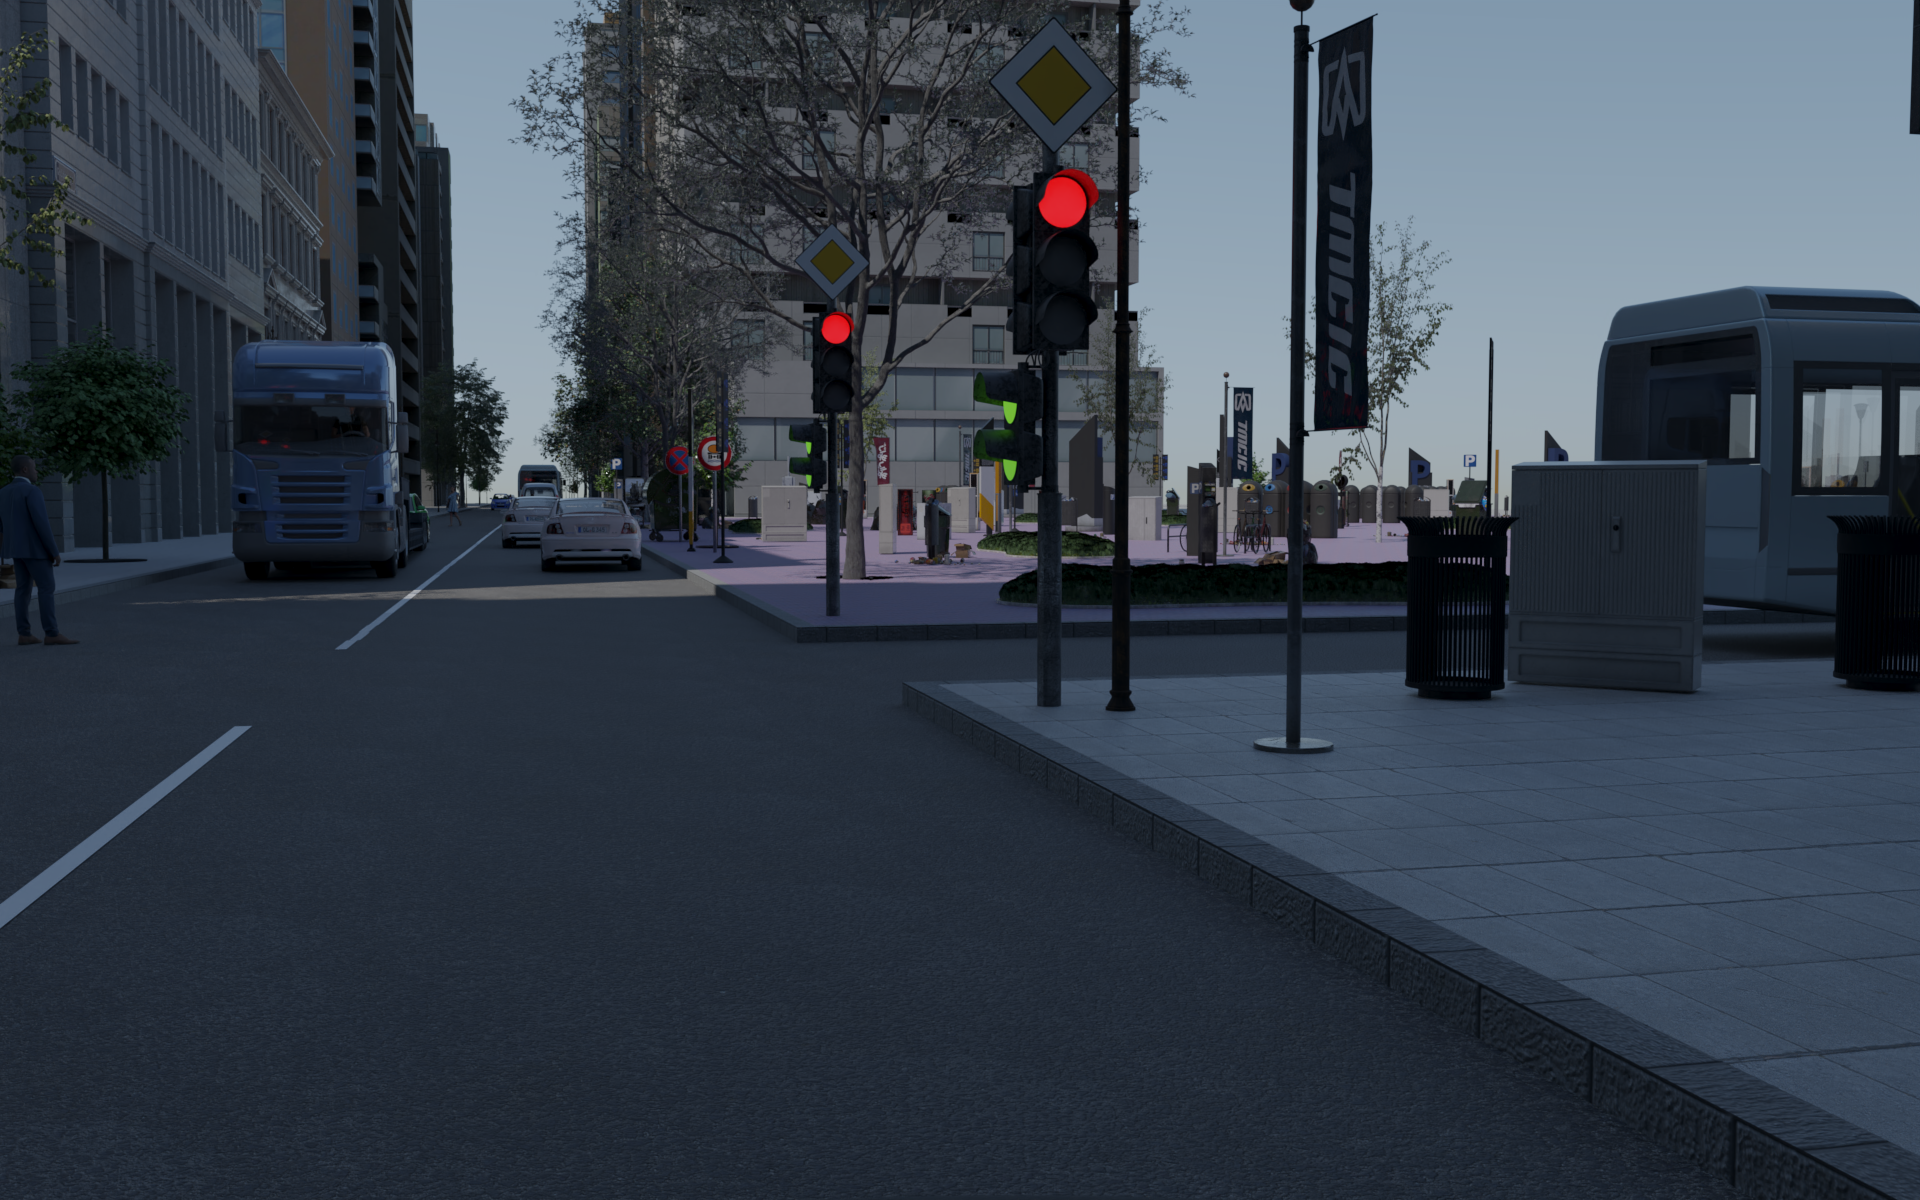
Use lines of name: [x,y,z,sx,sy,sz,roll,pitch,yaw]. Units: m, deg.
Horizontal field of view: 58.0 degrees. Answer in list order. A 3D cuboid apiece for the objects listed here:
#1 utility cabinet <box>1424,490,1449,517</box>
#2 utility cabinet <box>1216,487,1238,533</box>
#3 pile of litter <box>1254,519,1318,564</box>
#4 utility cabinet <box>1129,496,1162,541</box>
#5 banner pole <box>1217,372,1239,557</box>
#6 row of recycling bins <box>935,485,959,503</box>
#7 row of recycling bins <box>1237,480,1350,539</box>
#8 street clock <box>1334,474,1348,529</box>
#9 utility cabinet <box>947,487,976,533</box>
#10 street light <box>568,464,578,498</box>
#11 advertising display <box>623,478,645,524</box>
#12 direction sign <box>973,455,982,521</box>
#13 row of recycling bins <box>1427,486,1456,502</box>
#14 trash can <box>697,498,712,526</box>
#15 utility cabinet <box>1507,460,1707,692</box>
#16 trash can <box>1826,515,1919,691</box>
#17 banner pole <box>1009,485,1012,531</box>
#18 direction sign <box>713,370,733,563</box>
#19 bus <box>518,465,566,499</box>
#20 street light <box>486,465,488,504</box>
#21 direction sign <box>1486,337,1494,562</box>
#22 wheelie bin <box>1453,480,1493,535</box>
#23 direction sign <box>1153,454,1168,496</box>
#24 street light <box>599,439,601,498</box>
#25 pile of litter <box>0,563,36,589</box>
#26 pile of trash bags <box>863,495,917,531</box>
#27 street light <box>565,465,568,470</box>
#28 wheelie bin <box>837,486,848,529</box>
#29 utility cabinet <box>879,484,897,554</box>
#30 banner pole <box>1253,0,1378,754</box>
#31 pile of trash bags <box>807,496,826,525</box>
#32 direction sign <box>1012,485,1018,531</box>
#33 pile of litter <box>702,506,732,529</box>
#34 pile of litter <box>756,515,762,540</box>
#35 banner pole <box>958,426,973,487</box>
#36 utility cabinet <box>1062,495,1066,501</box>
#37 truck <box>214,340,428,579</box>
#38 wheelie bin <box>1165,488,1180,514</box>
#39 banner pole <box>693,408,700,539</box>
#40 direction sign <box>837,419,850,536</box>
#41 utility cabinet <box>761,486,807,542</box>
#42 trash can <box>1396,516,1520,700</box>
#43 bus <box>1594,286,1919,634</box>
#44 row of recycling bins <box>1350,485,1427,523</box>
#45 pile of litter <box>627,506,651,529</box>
utility cabinet: [23.271,-4.644,84.613,1.173,1.500,0.318,1,4,20]
utility cabinet: [8.598,-2.964,57.137,1.173,1.500,0.318,1,4,21]
pile of litter: [5.615,-0.979,29.972,1.176,0.858,1.719,3,4,38]
utility cabinet: [5.122,-2.259,48.093,0.306,1.237,1.020,-3,5,-43]
banner pole: [5.672,-2.791,35.644,0.863,3.779,0.401,-1,4,-19]
row of recycling bins: [-0.490,-4.499,80.667,1.069,1.692,3.534,-1,4,-10]
row of recycling bins: [9.676,-2.699,51.244,1.069,1.692,3.534,-3,5,-42]
street clock: [14.058,-3.628,63.894,0.471,2.002,0.358,3,5,44]
utility cabinet: [0.039,-2.963,57.120,0.318,1.500,1.173,-3,4,-36]
street light: [-40.751,-12.841,182.744,0.468,5.910,1.993,-1,4,-14]
advertising display: [-12.752,-3.827,67.788,0.123,1.923,0.974,3,5,42]
direction sign: [1.030,-5.546,82.679,0.876,3.537,0.379,1,4,22]
row of recycling bins: [24.306,-4.979,88.523,1.069,1.692,3.534,3,5,43]
trash can: [-10.354,-3.570,70.023,0.748,1.137,0.748,0,3,0]
utility cabinet: [4.265,-0.170,11.458,1.173,1.500,0.318,2,4,33]
trash can: [6.128,0.013,11.449,0.748,1.137,0.748,0,3,0]
banner pole: [1.515,-3.296,43.905,0.863,3.779,0.401,0,4,-5]
direction sign: [-4.417,-2.459,32.200,0.379,3.537,0.876,0,4,6]
bus: [-27.663,-7.319,114.527,2.948,3.499,13.247,-1,4,-12]
street light: [-64.333,-16.061,235.378,0.468,5.910,1.993,-1,4,-14]
direction sign: [7.797,-2.049,25.506,0.379,3.537,0.876,1,4,19]
wheelie bin: [11.695,-1.932,39.504,0.980,1.594,0.693,3,5,45]
direction sign: [11.412,-6.526,98.701,0.876,3.537,0.379,0,4,-6]
street light: [-21.168,-7.887,101.746,0.468,5.910,1.993,-1,4,-14]
pile of litter: [-13.296,-0.618,24.067,1.176,0.858,1.719,0,4,-7]
pile of trash bags: [-2.457,-3.134,60.991,3.447,1.369,1.912,-3,4,-38]
street light: [-48.393,-14.782,214.475,0.468,5.910,1.993,-1,4,-14]
wheelie bin: [-4.461,-3.441,64.168,0.693,1.594,0.980,-2,4,-23]
utility cabinet: [-1.561,-1.747,37.248,0.318,1.500,1.173,0,4,2]
banner pole: [1.760,-1.125,8.408,0.401,3.779,0.863,-1,4,-20]
pile of trash bags: [-6.234,-3.870,73.032,3.447,1.369,1.912,-2,4,-24]
direction sign: [1.859,-4.082,58.734,0.379,3.537,0.876,-2,4,-24]
pile of litter: [-8.876,-3.070,64.161,1.176,0.858,1.719,3,5,41]
pile of litter: [-5.127,-2.122,48.654,1.176,0.858,1.719,-1,4,-13]
banner pole: [0.164,-4.496,63.518,0.401,3.779,0.863,3,5,44]
utility cabinet: [4.720,-4.417,83.373,0.306,1.237,1.020,2,4,35]
truck: [-12.698,-2.836,36.132,2.967,4.110,18.799,-1,4,-15]
wheelie bin: [10.456,-4.725,85.158,0.693,1.594,0.980,1,4,13]
banner pole: [-7.722,-3.677,50.140,0.401,3.779,0.863,0,4,-5]
direction sign: [-3.595,-3.710,52.656,0.379,3.537,0.876,3,5,41]
utility cabinet: [-4.694,-2.298,46.248,1.173,1.500,0.318,-1,4,-13]
trash can: [3.142,0.042,10.972,0.748,1.137,0.748,0,3,0]
bus: [13.103,-1.403,17.792,13.247,3.499,2.948,-1,4,-14]
row of recycling bins: [18.627,-4.238,76.400,3.534,1.692,1.069,1,4,18]
pile of litter: [-11.958,-3.060,64.000,1.176,0.858,1.719,-1,4,-18]
